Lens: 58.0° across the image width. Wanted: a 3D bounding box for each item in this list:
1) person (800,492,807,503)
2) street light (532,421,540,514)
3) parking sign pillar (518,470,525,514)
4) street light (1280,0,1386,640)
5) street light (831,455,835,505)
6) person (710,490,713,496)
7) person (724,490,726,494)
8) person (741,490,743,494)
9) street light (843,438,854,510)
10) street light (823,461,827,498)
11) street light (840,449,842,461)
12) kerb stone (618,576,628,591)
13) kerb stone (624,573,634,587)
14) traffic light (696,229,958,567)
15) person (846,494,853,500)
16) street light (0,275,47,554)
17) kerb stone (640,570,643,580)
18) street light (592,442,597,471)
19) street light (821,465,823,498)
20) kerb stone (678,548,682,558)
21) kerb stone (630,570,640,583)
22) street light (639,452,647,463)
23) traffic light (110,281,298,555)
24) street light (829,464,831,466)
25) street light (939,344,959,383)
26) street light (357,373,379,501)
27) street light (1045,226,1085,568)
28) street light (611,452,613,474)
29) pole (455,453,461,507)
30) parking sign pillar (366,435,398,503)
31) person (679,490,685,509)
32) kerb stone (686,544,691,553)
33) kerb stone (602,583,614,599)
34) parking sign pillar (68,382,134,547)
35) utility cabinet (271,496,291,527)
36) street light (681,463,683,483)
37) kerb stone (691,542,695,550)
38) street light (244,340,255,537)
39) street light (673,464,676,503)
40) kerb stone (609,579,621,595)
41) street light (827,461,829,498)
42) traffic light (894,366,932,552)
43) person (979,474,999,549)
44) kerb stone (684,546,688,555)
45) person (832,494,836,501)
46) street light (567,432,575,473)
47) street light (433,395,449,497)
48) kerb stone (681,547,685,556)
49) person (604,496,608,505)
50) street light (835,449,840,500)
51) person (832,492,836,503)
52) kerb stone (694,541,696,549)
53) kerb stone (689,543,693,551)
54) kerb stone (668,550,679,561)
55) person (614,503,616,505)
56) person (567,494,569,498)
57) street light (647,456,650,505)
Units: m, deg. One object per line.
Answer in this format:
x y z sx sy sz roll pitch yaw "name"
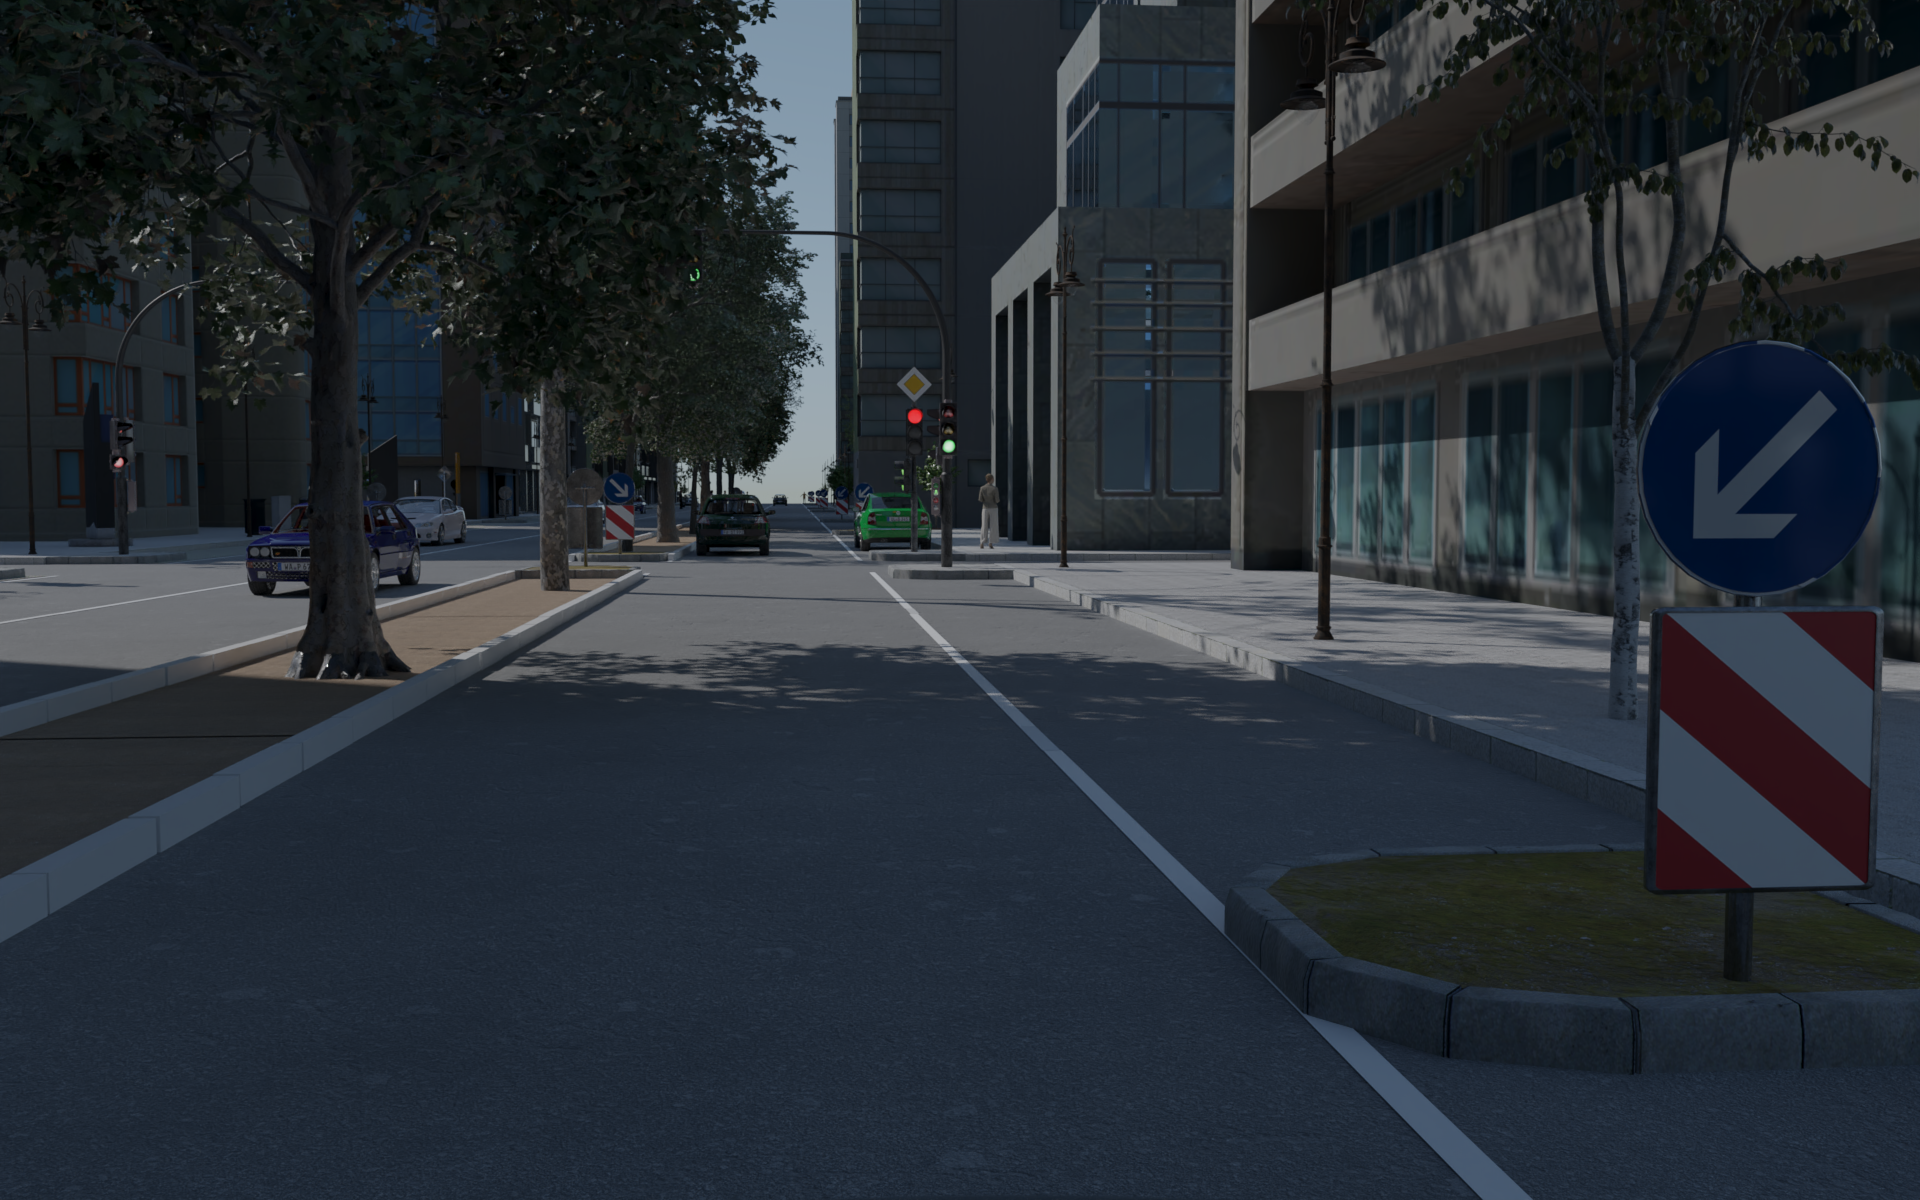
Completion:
-24.062 -15.844 267.639 1.348 1.812 0.705 0 4 -6 "person"
-26.881 -8.395 110.049 0.468 5.910 1.993 0 4 -6 "street light"
-28.398 -7.428 109.919 1.447 3.967 1.447 1 4 11 "parking sign pillar"
3.210 -2.589 15.113 0.468 5.910 1.993 0 4 -6 "street light"
-13.476 -13.217 188.886 0.468 5.910 1.993 0 4 -6 "street light"
-18.622 -7.426 130.620 0.721 1.736 1.217 1 4 13 "person"
-17.593 -7.348 129.559 0.541 1.710 0.530 -1 4 -14 "person"
-15.209 -6.769 120.119 0.756 1.711 0.436 -1 4 -10 "person"
-9.218 -10.444 143.543 0.468 5.910 1.993 0 4 -6 "street light"
-17.385 -15.596 227.787 0.468 5.910 1.993 0 4 -6 "street light"
-10.564 -11.408 159.301 0.468 5.910 1.993 0 4 -6 "street light"
-5.089 -0.220 25.791 0.120 0.150 1.000 0 4 -6 "kerb stone"
-5.187 -0.282 26.809 0.120 0.150 1.000 0 4 -6 "kerb stone"
-2.333 -3.380 29.938 4.771 5.953 1.251 0 4 -6 "traffic light"
-12.890 -11.743 198.562 1.217 1.766 0.721 -1 4 -14 "person"
-19.760 -3.911 36.727 0.468 5.910 1.993 0 4 -6 "street light"
-5.392 -0.407 28.855 0.120 0.150 1.000 0 4 -6 "kerb stone"
-29.954 -10.361 142.184 0.468 5.910 1.993 0 4 -6 "street light"
-18.778 -16.471 242.086 0.468 5.910 1.993 0 4 -6 "street light"
-6.326 -1.000 38.552 0.120 0.150 1.000 0 4 -6 "kerb stone"
-5.286 -0.344 27.826 0.120 0.150 1.000 0 4 -6 "kerb stone"
-34.093 -12.984 185.079 0.468 5.910 1.993 0 4 -6 "street light"
-15.637 -3.802 36.839 4.771 5.953 1.251 0 4 -6 "traffic light"
-14.516 -13.811 198.601 0.468 5.910 1.993 0 4 -6 "street light"
-0.344 -4.900 52.904 0.468 5.910 1.993 0 4 -6 "street light"
-22.625 -5.722 66.348 0.468 5.910 1.993 0 4 -6 "street light"
1.816 -3.506 30.115 0.468 5.910 1.993 0 4 -6 "street light"
-31.361 -11.235 156.480 0.468 5.910 1.993 0 4 -6 "street light"
-24.662 -5.581 85.087 0.158 3.312 0.155 0 3 0 "pole"
-26.243 -5.517 78.675 1.447 3.967 1.447 -2 4 -32 "parking sign pillar"
-26.471 -9.535 164.532 0.705 1.807 1.348 1 4 11 "person"
-6.624 -1.188 41.613 0.120 0.150 1.000 0 4 -6 "kerb stone"
-4.895 -0.091 23.750 0.120 0.150 1.000 0 4 -6 "kerb stone"
-21.149 -3.306 42.526 1.447 3.967 1.447 -3 4 -37 "parking sign pillar"
-24.382 -3.122 62.211 0.306 1.237 1.020 0 4 2 "utility cabinet"
-40.962 -17.257 254.942 0.468 5.910 1.993 0 4 -6 "street light"
-6.822 -1.311 43.647 0.120 0.150 1.000 0 4 -6 "kerb stone"
-21.199 -4.814 51.499 0.468 5.910 1.993 0 4 -6 "street light"
-39.570 -16.383 240.645 0.468 5.910 1.993 0 4 -6 "street light"
-4.994 -0.158 24.773 0.120 0.150 1.000 0 4 -6 "kerb stone"
-15.867 -14.723 213.502 0.468 5.910 1.993 0 4 -6 "street light"
-1.029 -3.016 38.228 0.839 4.253 0.868 0 4 -6 "traffic light"
0.716 -2.079 40.587 0.519 1.759 0.362 2 4 25 "person"
-6.520 -1.125 40.596 0.120 0.150 1.000 0 4 -6 "kerb stone"
-17.597 -14.521 244.242 1.217 1.735 0.721 -1 4 -21 "person"
-28.560 -9.456 127.388 0.468 5.910 1.993 0 4 -6 "street light"
-24.182 -6.614 80.920 0.468 5.910 1.993 0 4 -6 "street light"
-6.431 -1.063 39.578 0.120 0.150 1.000 0 4 -6 "kerb stone"
-30.545 -8.724 149.400 0.721 1.743 1.217 0 4 -2 "person"
-12.082 -12.341 174.565 0.468 5.910 1.993 0 4 -6 "street light"
-17.232 -14.102 236.689 0.705 1.814 1.350 1 4 18 "person"
-6.921 -1.374 44.664 0.120 0.150 1.000 0 4 -6 "kerb stone"
-6.724 -1.249 42.630 0.120 0.150 1.000 0 4 -6 "kerb stone"
-6.231 -0.934 37.526 0.120 0.150 1.000 0 4 -6 "kerb stone"
-26.582 -7.639 133.379 0.705 1.826 1.348 0 4 -7 "person"
-29.244 -7.586 130.093 1.348 1.821 0.705 1 4 12 "person"
-35.209 -13.628 195.606 0.468 5.910 1.993 0 4 -6 "street light"
